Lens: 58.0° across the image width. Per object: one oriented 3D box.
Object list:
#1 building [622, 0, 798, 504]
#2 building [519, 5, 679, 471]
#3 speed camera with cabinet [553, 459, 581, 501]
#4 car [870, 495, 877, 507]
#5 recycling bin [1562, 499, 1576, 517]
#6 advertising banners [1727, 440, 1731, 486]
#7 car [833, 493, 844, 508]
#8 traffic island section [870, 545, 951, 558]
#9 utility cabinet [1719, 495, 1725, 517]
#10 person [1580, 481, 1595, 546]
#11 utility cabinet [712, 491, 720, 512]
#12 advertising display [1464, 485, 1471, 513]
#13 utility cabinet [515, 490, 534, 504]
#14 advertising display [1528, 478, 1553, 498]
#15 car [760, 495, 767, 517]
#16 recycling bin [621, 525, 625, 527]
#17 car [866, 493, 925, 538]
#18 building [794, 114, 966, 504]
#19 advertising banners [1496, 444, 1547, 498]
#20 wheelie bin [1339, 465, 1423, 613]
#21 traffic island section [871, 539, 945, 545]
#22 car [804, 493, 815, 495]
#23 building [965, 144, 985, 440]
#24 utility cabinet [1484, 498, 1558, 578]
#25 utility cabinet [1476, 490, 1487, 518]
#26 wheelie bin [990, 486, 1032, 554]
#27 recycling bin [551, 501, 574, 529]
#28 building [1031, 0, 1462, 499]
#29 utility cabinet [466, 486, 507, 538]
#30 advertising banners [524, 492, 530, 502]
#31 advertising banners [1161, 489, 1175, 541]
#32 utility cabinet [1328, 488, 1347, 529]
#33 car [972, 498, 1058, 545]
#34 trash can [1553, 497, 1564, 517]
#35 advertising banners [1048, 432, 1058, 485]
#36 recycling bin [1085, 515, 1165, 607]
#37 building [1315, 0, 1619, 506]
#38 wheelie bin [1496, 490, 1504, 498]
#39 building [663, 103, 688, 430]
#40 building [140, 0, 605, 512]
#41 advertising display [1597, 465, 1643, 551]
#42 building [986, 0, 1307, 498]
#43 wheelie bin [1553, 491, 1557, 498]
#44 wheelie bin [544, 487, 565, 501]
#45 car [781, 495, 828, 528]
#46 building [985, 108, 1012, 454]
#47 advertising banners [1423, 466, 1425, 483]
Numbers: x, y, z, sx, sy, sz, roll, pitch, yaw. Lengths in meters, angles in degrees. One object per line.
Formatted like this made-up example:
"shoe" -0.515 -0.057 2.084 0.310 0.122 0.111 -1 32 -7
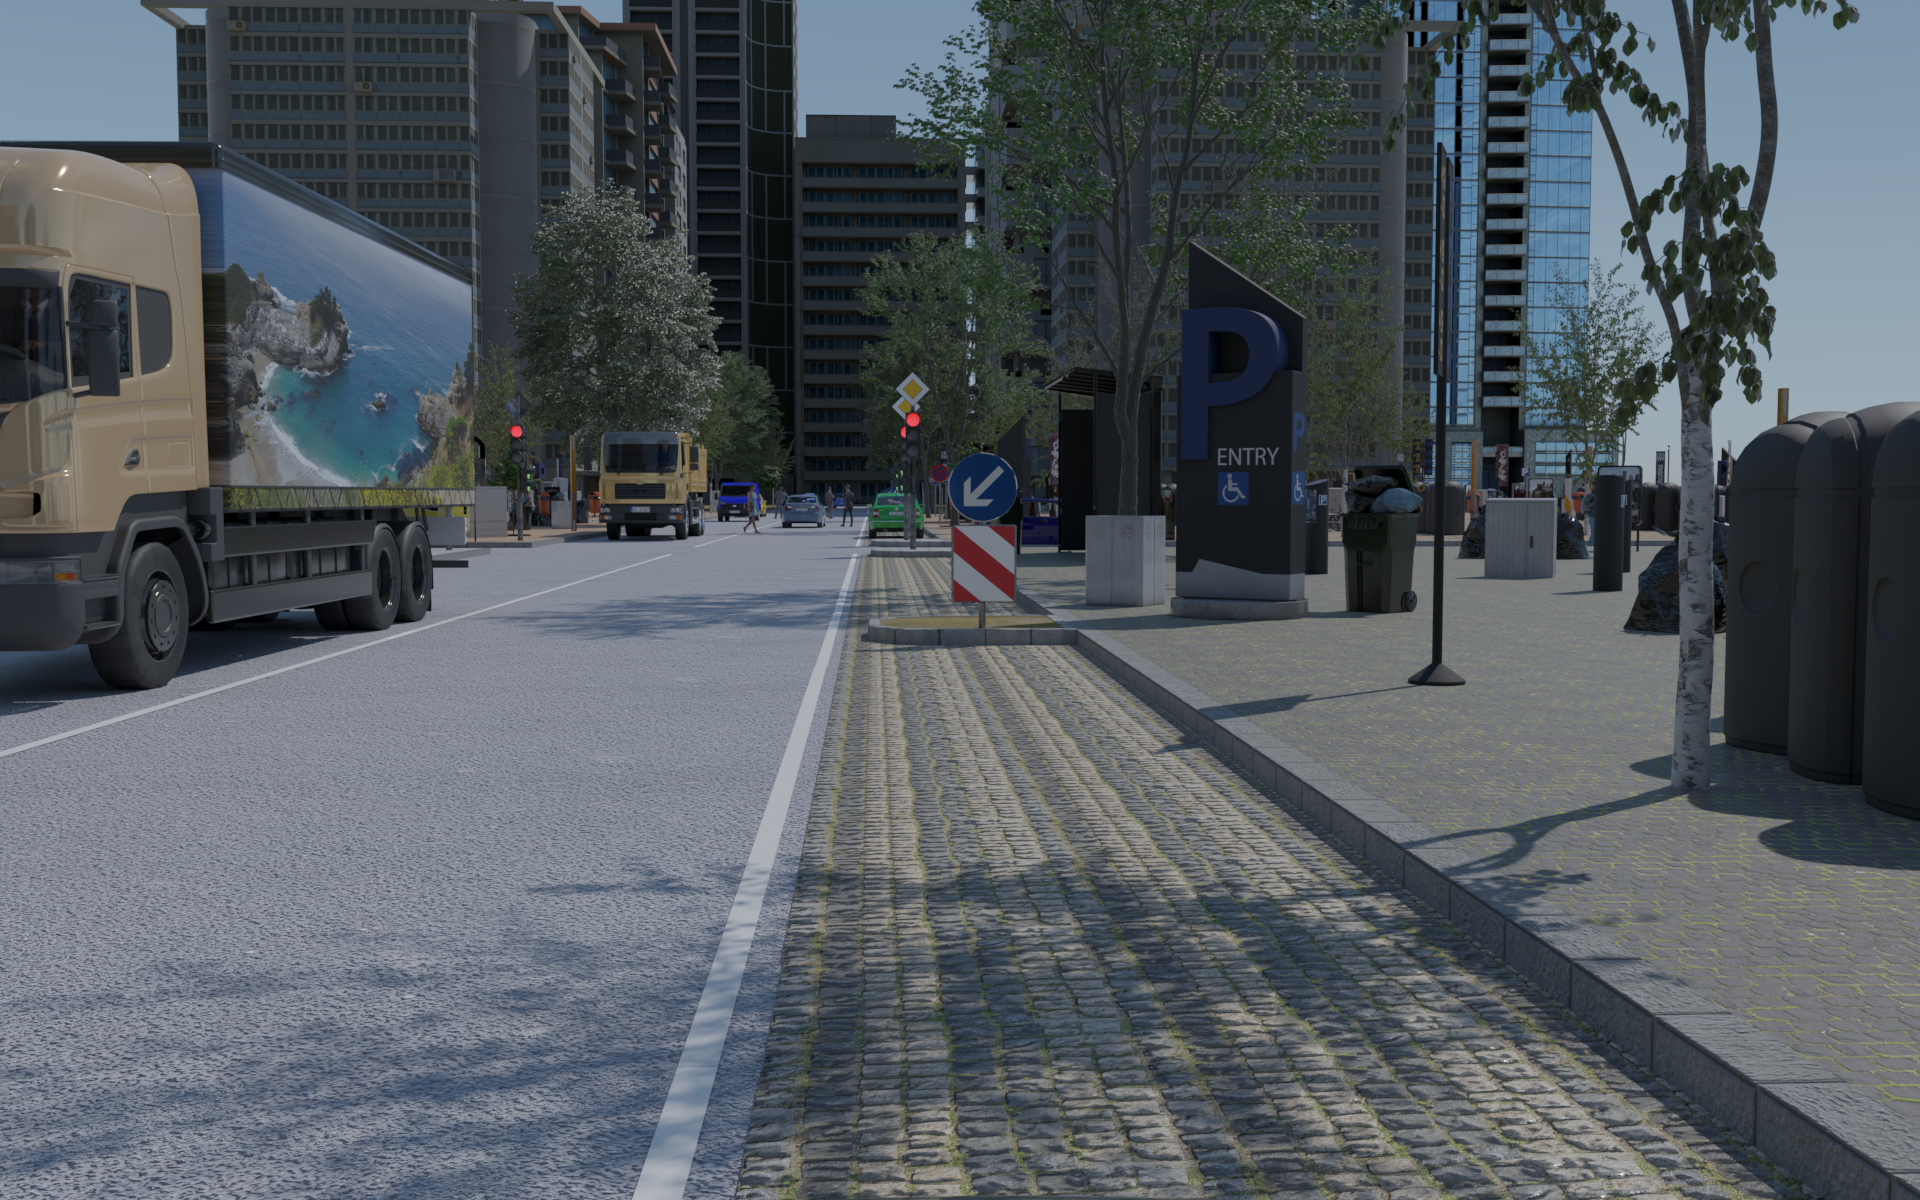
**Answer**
"building" -31.346 -47.906 221.519 20.611 71.187 20.563 0 4 -3
"building" -37.795 -30.865 159.265 22.147 44.769 28.867 0 4 -3
"speed camera with cabinet" -22.072 -6.301 97.362 0.660 3.252 2.038 -3 5 -44
"car" -6.594 -8.126 145.442 1.945 1.354 3.894 0 4 -1
"recycling bin" 32.143 -4.822 91.391 0.722 1.027 0.722 3 5 44
"advertising banners" 25.263 -3.695 56.602 0.090 3.025 2.074 2 4 35
"car" -11.867 -10.088 174.531 1.945 1.707 3.694 0 4 -2
"traffic island section" -1.067 -1.091 40.113 2.009 0.180 2.903 0 4 -3
"utility cabinet" 33.773 -4.056 77.479 0.306 1.237 1.020 -2 4 -34
"person" 16.486 -2.210 44.975 0.721 1.781 0.623 3 5 42
"utility cabinet" -16.780 -6.818 120.151 0.318 1.500 1.173 3 4 37
"advertising display" 34.784 -6.936 118.624 0.123 1.923 0.974 3 4 38
"utility cabinet" -23.035 -5.075 91.648 1.173 1.500 0.318 3 4 38
"advertising display" 23.742 -4.014 70.842 0.974 1.923 0.123 1 4 8
"car" -13.013 -5.970 107.828 2.015 1.641 3.980 0 4 -2
"recycling bin" -13.476 -3.401 68.167 0.722 1.027 0.722 1 4 9
"car" -2.110 -2.944 56.937 1.959 1.807 4.718 0 4 -3
"building" -10.345 -36.765 224.808 21.600 48.544 21.300 0 4 -3
"advertising banners" 19.327 -3.886 59.719 0.090 3.025 2.074 -3 4 -36
"wheelie bin" 4.582 -0.670 18.855 0.693 1.594 0.980 -3 5 -44
"traffic island section" -1.466 -1.578 48.088 2.009 0.180 2.903 0 4 -3
"car" -16.480 -11.028 189.904 1.945 1.707 3.694 0 4 -3
"building" 15.627 -37.156 227.104 30.456 49.044 23.786 0 4 -3
"utility cabinet" 8.638 -0.950 26.689 1.020 1.237 0.306 2 4 29
"utility cabinet" 26.570 -4.870 88.309 0.318 1.500 1.173 0 4 -1
"wheelie bin" 0.997 -1.795 37.251 0.693 1.594 0.980 -1 4 -18
"recycling bin" -14.558 -3.125 63.645 0.722 1.027 0.722 -2 4 -31
"building" 20.126 -27.258 137.557 32.217 40.220 23.993 0 4 -3
"utility cabinet" -13.870 -2.570 50.694 1.173 1.500 0.318 -3 5 -42
"advertising banners" -21.893 -5.572 87.294 0.090 3.025 2.074 0 4 -3
"advertising banners" 6.426 -3.164 47.918 2.074 3.025 0.090 -1 4 -13
"utility cabinet" 13.486 -3.291 62.493 1.173 1.500 0.318 2 4 30
"car" 2.194 -1.864 43.055 3.894 1.354 1.945 0 4 -2
"trash can" 26.829 -4.067 78.151 0.748 1.137 0.748 0 3 0
"advertising banners" 3.209 -3.198 48.471 0.090 3.025 2.074 -3 5 -42
"recycling bin" 1.920 -0.460 20.081 0.722 1.027 0.722 2 4 30
"building" 51.785 -53.136 181.443 31.000 86.520 22.319 0 4 -3
"wheelie bin" 37.326 -6.867 120.178 0.693 1.594 0.980 3 5 40
"building" -36.078 -30.523 182.637 14.086 41.232 14.154 0 4 -3
"building" -41.294 -26.969 132.816 32.217 40.220 23.993 0 4 -3
"advertising display" 14.822 -2.063 38.942 0.974 1.923 0.123 3 5 40
"building" 16.910 -35.084 162.866 28.713 52.752 27.495 0 4 -3
"wheelie bin" 38.998 -6.512 114.386 0.693 1.594 0.980 3 4 37
"wheelie bin" -17.020 -3.946 72.419 0.980 1.594 0.693 0 4 -7
"car" -6.726 -3.837 74.739 2.014 1.417 4.499 0 4 -2
"building" 9.551 -30.583 183.628 14.154 41.232 14.086 0 4 -3
"advertising banners" 28.512 -6.826 107.797 0.090 3.025 2.074 0 4 -8
